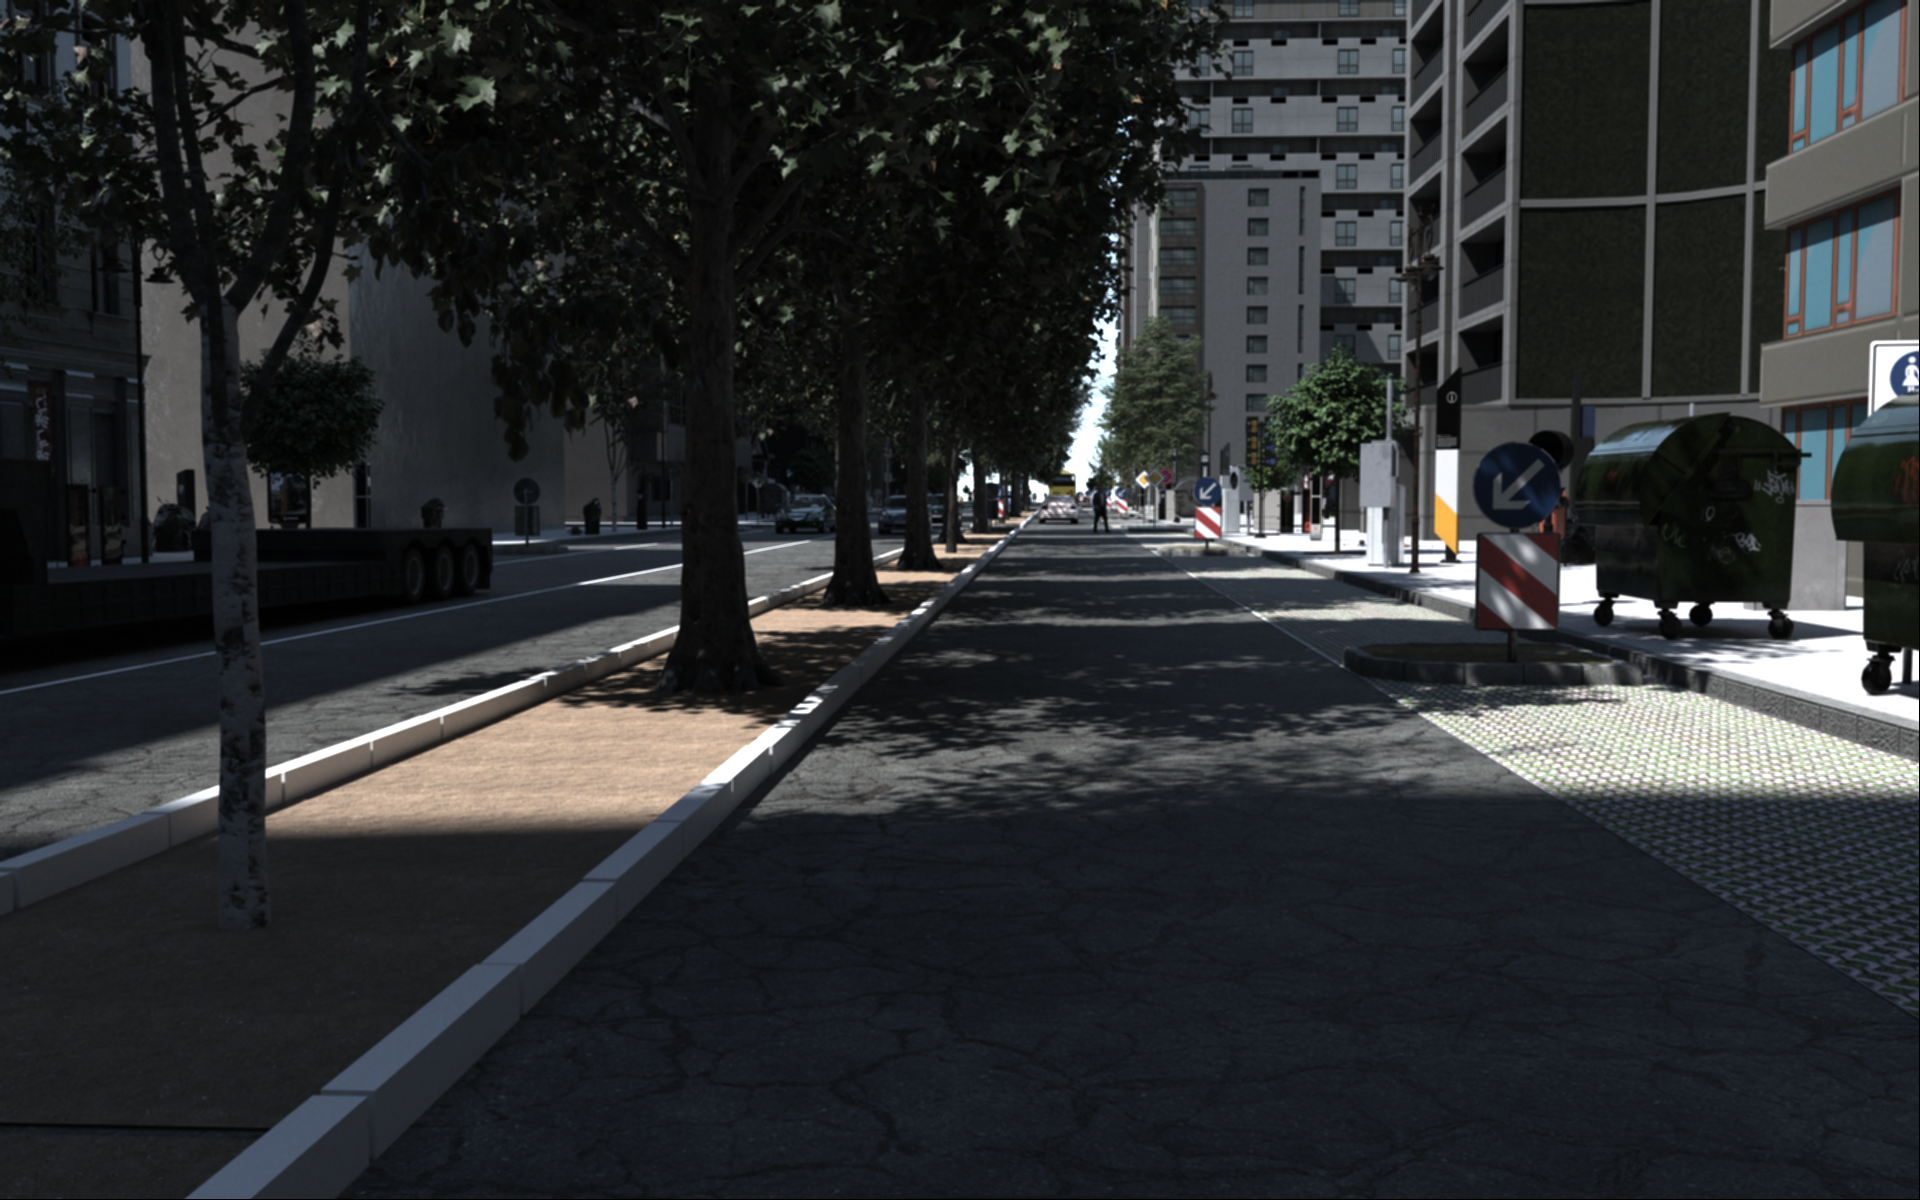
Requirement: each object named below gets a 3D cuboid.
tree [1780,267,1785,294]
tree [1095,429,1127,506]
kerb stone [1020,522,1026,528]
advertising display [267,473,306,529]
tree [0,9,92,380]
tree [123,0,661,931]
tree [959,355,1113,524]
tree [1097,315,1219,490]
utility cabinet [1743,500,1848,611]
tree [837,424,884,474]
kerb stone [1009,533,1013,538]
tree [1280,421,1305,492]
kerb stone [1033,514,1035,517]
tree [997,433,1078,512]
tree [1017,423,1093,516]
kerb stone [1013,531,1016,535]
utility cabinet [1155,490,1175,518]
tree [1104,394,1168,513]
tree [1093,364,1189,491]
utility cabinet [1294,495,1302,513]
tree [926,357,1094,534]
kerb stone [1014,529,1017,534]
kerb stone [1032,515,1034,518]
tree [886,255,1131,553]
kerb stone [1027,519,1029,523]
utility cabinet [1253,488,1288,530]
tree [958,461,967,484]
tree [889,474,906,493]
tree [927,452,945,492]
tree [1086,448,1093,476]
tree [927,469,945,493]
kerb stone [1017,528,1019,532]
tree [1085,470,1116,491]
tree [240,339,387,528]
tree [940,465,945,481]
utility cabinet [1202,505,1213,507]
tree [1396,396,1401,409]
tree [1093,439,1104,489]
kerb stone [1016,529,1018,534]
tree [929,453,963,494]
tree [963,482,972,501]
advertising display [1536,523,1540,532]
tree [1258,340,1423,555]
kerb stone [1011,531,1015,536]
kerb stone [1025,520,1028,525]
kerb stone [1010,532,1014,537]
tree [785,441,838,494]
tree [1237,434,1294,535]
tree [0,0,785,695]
[{"bbox_3d":[17.716,-4.992,31.981,4.737,8.622,4.395,0,3,0],"label":"tree"},{"bbox_3d":[16.134,-14.086,180.665,4.360,8.622,3.978,0,3,0],"label":"tree"},{"bbox_3d":[2.616,-3.132,73.411,0.120,0.150,1.000,0,4,3],"label":"kerb stone"},{"bbox_3d":[-15.759,-2.169,40.673,0.123,1.923,0.974,3,5,43],"label":"advertising display"},{"bbox_3d":[-13.996,-4.453,23.165,4.737,8.622,4.395,0,3,0],"label":"tree"},{"bbox_3d":[-2.360,-3.205,5.222,4.360,8.622,3.978,0,3,0],"label":"tree"},{"bbox_3d":[2.500,-11.073,93.870,12.009,13.543,11.850,0,3,0],"label":"tree"},{"bbox_3d":[12.666,-11.771,110.575,7.486,12.596,7.792,0,3,0],"label":"tree"},{"bbox_3d":[9.226,-0.487,19.127,1.020,1.237,0.306,0,4,-1],"label":"utility cabinet"},{"bbox_3d":[-7.729,-11.144,132.568,4.737,8.622,4.395,0,3,0],"label":"tree"},{"bbox_3d":[1.493,-1.910,53.425,0.120,0.150,1.000,0,4,3],"label":"kerb stone"},{"bbox_3d":[28.439,-11.902,144.958,4.360,8.622,3.978,0,3,0],"label":"tree"},{"bbox_3d":[4.062,-4.696,98.976,0.120,0.150,1.000,0,4,3],"label":"kerb stone"},{"bbox_3d":[5.343,-13.140,135.431,7.486,12.596,7.792,0,3,0],"label":"tree"},{"bbox_3d":[3.688,-11.402,114.634,9.928,11.665,9.643,0,3,0],"label":"tree"},{"bbox_3d":[1.662,-2.096,56.494,0.120,0.150,1.000,0,4,3],"label":"kerb stone"},{"bbox_3d":[10.827,-5.044,91.141,1.173,1.500,0.318,1,4,11],"label":"utility cabinet"},{"bbox_3d":[12.803,-10.261,118.133,4.737,8.622,4.395,0,3,0],"label":"tree"},{"bbox_3d":[14.146,-12.883,136.388,9.928,11.665,9.643,0,3,0],"label":"tree"},{"bbox_3d":[22.963,-6.537,118.034,0.306,1.237,1.020,-1,4,-17],"label":"utility cabinet"},{"bbox_3d":[0.766,-9.327,61.601,9.857,13.997,8.962,0,3,0],"label":"tree"},{"bbox_3d":[1.778,-2.223,58.535,0.120,0.150,1.000,0,4,3],"label":"kerb stone"},{"bbox_3d":[3.889,-4.508,95.907,0.120,0.150,1.000,0,4,3],"label":"kerb stone"},{"bbox_3d":[-0.257,-6.382,41.223,8.767,10.594,7.601,0,4,3],"label":"tree"},{"bbox_3d":[3.015,-3.570,80.570,0.120,0.150,1.000,0,4,3],"label":"kerb stone"},{"bbox_3d":[10.937,-3.201,61.011,1.173,1.500,0.318,1,4,11],"label":"utility cabinet"},{"bbox_3d":[-0.856,-19.062,262.024,4.737,8.622,4.395,0,3,0],"label":"tree"},{"bbox_3d":[-5.812,-10.334,163.564,1.663,3.219,1.824,0,3,0],"label":"tree"},{"bbox_3d":[-3.805,-15.045,196.344,4.737,8.622,4.395,0,3,0],"label":"tree"},{"bbox_3d":[14.589,-12.735,158.575,4.737,8.622,4.395,0,3,0],"label":"tree"},{"bbox_3d":[-3.510,-14.010,212.775,4.285,4.588,4.351,0,3,0],"label":"tree"},{"bbox_3d":[1.952,-2.411,61.612,0.120,0.150,1.000,0,4,3],"label":"kerb stone"},{"bbox_3d":[20.885,-17.061,262.656,4.285,4.588,4.351,0,3,0],"label":"tree"},{"bbox_3d":[-13.251,-3.134,34.947,4.285,4.588,4.351,0,3,0],"label":"tree"},{"bbox_3d":[-2.059,-18.087,246.081,4.360,8.622,3.978,0,3,0],"label":"tree"},{"bbox_3d":[11.713,-4.402,83.133,1.020,1.237,0.306,-3,5,-41],"label":"utility cabinet"},{"bbox_3d":[32.282,-10.764,126.347,4.360,8.622,3.978,0,3,0],"label":"tree"},{"bbox_3d":[14.796,-12.039,147.199,4.737,8.622,4.395,0,3,0],"label":"tree"},{"bbox_3d":[1.830,-2.285,59.560,0.120,0.150,1.000,0,4,3],"label":"kerb stone"},{"bbox_3d":[-2.406,-18.865,226.575,7.486,12.596,7.792,0,3,0],"label":"tree"},{"bbox_3d":[1.067,-17.758,284.946,1.663,3.219,1.824,0,3,0],"label":"tree"},{"bbox_3d":[12.408,-1.921,36.630,0.123,1.923,0.974,0,4,1],"label":"advertising display"},{"bbox_3d":[8.196,-3.264,37.078,4.285,4.588,4.351,0,3,0],"label":"tree"},{"bbox_3d":[1.607,-2.029,55.473,0.120,0.150,1.000,0,4,3],"label":"kerb stone"},{"bbox_3d":[2.901,-3.445,78.529,0.120,0.150,1.000,0,4,3],"label":"kerb stone"},{"bbox_3d":[1.547,-1.973,54.446,0.120,0.150,1.000,0,4,3],"label":"kerb stone"},{"bbox_3d":[-9.134,-7.580,107.654,4.285,4.588,4.351,0,3,0],"label":"tree"},{"bbox_3d":[9.490,-3.633,54.006,1.663,3.219,1.824,0,3,0],"label":"tree"},{"bbox_3d":[-1.820,-5.678,12.304,9.611,12.733,9.660,0,3,0],"label":"tree"}]
